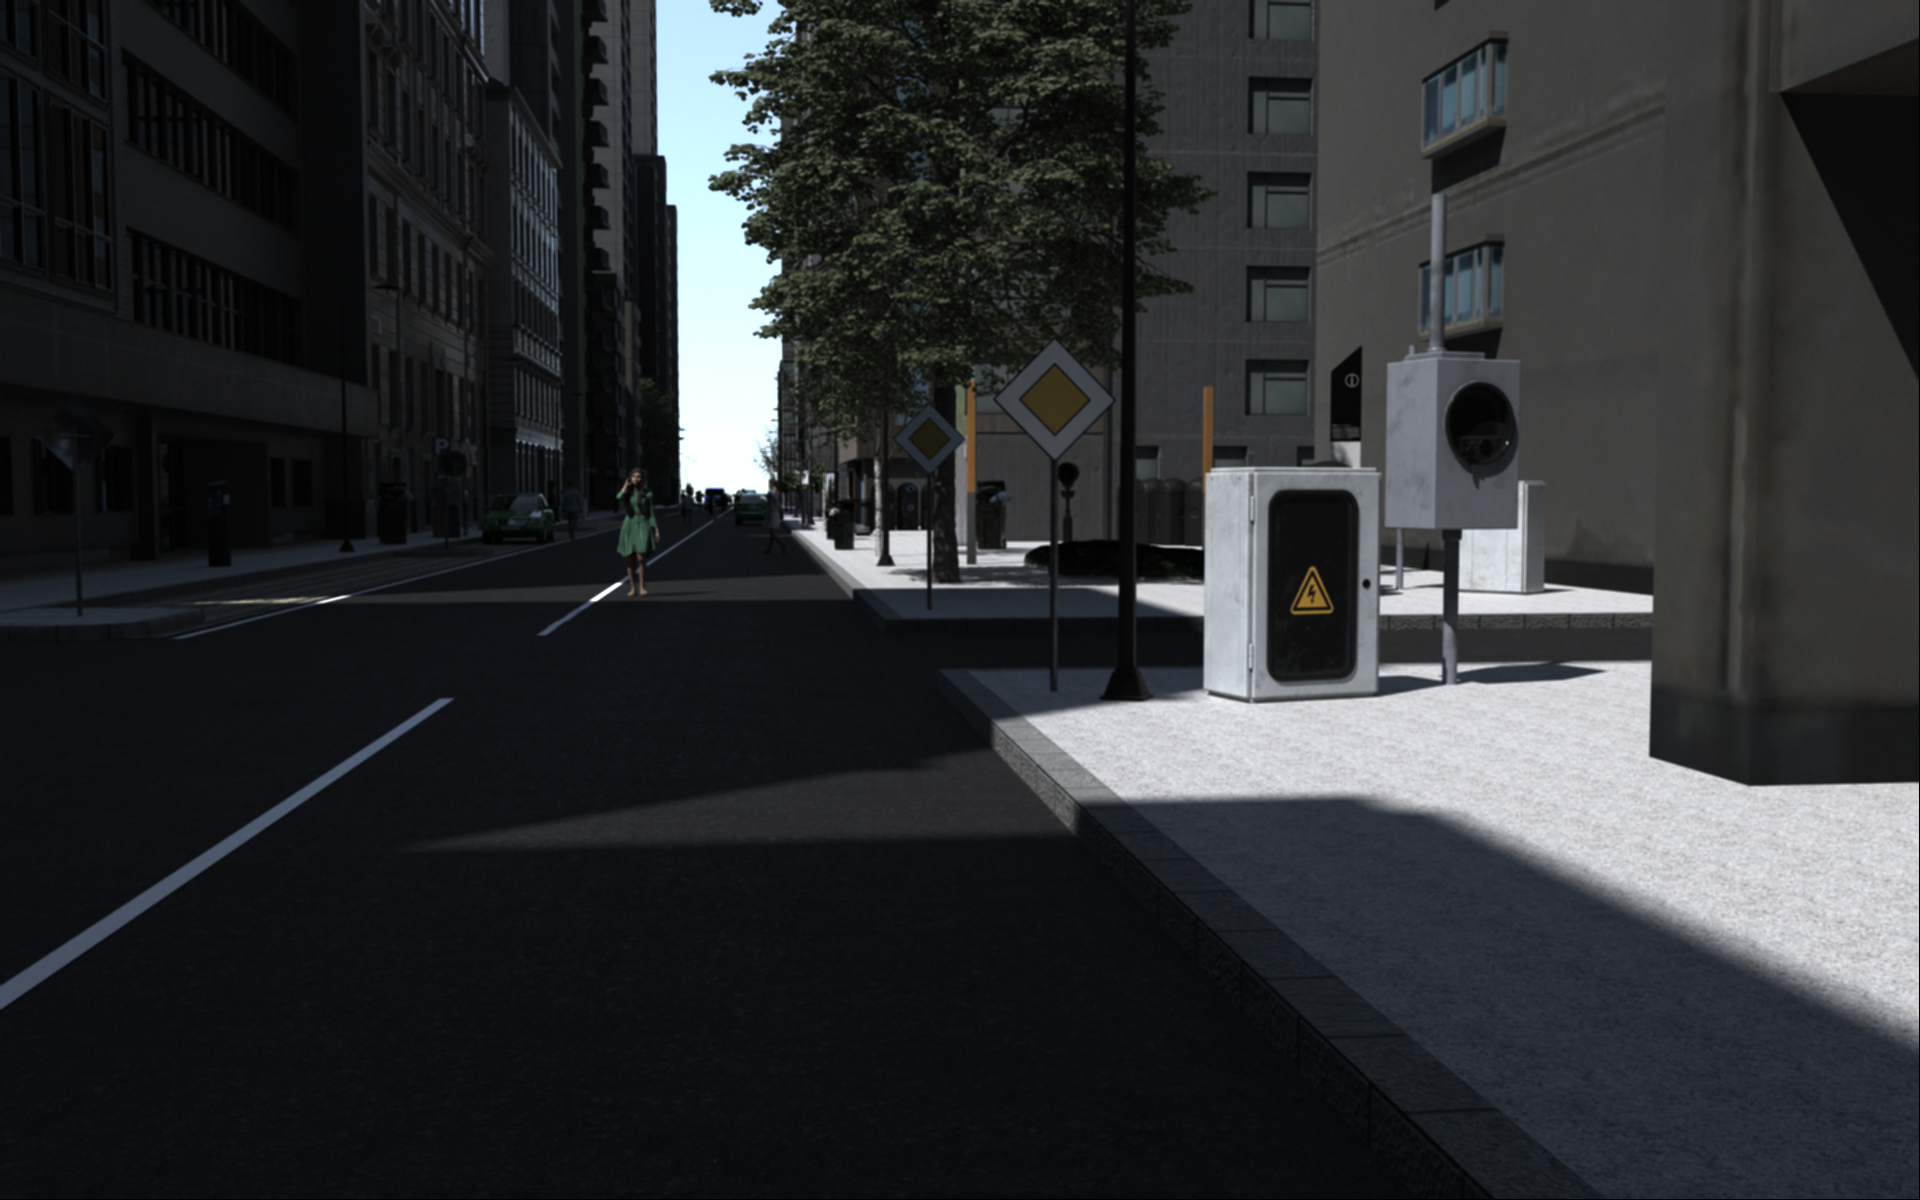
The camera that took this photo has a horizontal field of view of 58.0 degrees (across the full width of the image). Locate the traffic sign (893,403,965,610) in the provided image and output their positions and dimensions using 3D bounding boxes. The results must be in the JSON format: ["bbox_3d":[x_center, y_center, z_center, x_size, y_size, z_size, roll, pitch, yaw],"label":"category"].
[{"bbox_3d":[-0.341,-0.948,19.135,0.795,2.450,0.064,0,4,-7],"label":"traffic sign"}]

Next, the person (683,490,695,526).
[{"bbox_3d":[-12.000,-4.059,76.679,0.589,1.601,0.330,1,4,12],"label":"person"}]

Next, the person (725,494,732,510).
[{"bbox_3d":[-20.741,-8.685,153.763,1.065,1.426,0.557,0,4,1],"label":"person"}]

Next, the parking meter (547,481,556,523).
[{"bbox_3d":[-18.051,-4.332,76.547,0.255,1.863,0.399,1,4,10],"label":"parking meter"}]

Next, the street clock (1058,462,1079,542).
[{"bbox_3d":[2.469,-2.149,39.705,0.471,2.002,0.358,1,4,23],"label":"street clock"}]

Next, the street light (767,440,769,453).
[{"bbox_3d":[-11.084,-8.272,107.792,1.470,5.913,1.316,0,4,-7],"label":"street light"}]

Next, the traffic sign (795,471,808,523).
[{"bbox_3d":[-6.949,-4.530,76.187,0.606,2.300,0.079,0,4,2],"label":"traffic sign"}]

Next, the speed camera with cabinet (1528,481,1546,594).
[{"bbox_3d":[6.645,-1.741,22.800,2.038,3.252,0.660,3,5,45],"label":"speed camera with cabinet"}]

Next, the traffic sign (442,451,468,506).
[{"bbox_3d":[-14.859,-3.108,50.929,0.768,2.556,0.104,0,4,1],"label":"traffic sign"}]

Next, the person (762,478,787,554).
[{"bbox_3d":[-4.400,-2.001,41.316,0.778,1.811,0.616,2,4,35],"label":"person"}]

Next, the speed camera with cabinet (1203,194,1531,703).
[{"bbox_3d":[2.598,-1.026,11.114,2.038,3.252,0.660,-1,4,-22],"label":"speed camera with cabinet"}]

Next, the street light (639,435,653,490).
[{"bbox_3d":[-24.701,-9.962,135.412,1.470,5.913,1.316,0,4,-7],"label":"street light"}]

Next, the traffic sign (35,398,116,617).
[{"bbox_3d":[-9.225,-0.884,18.098,0.795,2.450,0.064,0,4,-7],"label":"traffic sign"}]

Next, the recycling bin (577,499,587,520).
[{"bbox_3d":[-19.140,-4.552,86.980,0.722,1.027,0.722,0,4,-6],"label":"recycling bin"}]

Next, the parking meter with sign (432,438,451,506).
[{"bbox_3d":[-15.788,-3.455,52.743,0.543,3.016,1.738,-1,4,-15],"label":"parking meter with sign"}]

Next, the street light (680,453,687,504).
[{"bbox_3d":[-32.118,-13.729,197.002,1.470,5.913,1.316,0,4,-7],"label":"street light"}]

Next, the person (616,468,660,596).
[{"bbox_3d":[-4.523,-0.952,24.309,0.600,1.795,0.529,-1,4,-15],"label":"person"}]

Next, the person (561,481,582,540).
[{"bbox_3d":[-12.326,-2.840,54.796,0.638,1.841,0.748,0,4,7],"label":"person"}]

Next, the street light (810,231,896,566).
[{"bbox_3d":[-1.862,-3.558,30.723,1.470,5.913,1.316,0,4,-7],"label":"street light"}]

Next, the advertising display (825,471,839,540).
[{"bbox_3d":[-3.591,-2.652,48.575,0.123,1.923,0.974,-1,4,-20],"label":"advertising display"}]

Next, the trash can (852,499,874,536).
[{"bbox_3d":[-2.993,-2.555,53.433,0.748,1.137,0.748,0,3,0],"label":"trash can"}]

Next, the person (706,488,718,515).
[{"bbox_3d":[-17.379,-6.879,120.975,1.348,1.823,0.705,3,5,44],"label":"person"}]

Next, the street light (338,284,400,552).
[{"bbox_3d":[-13.093,-4.028,38.393,1.470,5.913,1.316,0,4,-7],"label":"street light"}]

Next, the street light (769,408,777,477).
[{"bbox_3d":[-9.426,-7.410,93.696,1.470,5.913,1.316,0,4,-7],"label":"street light"}]

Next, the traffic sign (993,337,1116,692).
[{"bbox_3d":[0.606,-0.463,11.206,0.795,2.450,0.064,0,4,-7],"label":"traffic sign"}]

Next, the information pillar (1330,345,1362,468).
[{"bbox_3d":[6.099,-2.202,27.353,0.504,3.616,0.183,1,4,13],"label":"information pillar"}]

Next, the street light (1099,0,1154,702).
[{"bbox_3d":[0.510,-2.330,10.639,1.470,5.913,1.316,0,4,-7],"label":"street light"}]

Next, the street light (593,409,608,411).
[{"bbox_3d":[-19.858,-7.444,94.247,1.470,5.913,1.316,0,4,-7],"label":"street light"}]

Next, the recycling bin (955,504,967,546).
[{"bbox_3d":[-0.044,-1.855,42.887,0.722,1.027,0.722,-1,4,-13],"label":"recycling bin"}]

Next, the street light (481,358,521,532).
[{"bbox_3d":[-15.622,-5.289,59.017,1.470,5.913,1.316,0,4,-7],"label":"street light"}]

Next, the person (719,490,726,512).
[{"bbox_3d":[-18.690,-7.785,136.344,0.434,1.755,0.990,-2,4,-35],"label":"person"}]

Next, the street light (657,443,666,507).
[{"bbox_3d":[-27.223,-11.220,155.982,1.470,5.913,1.316,0,4,-7],"label":"street light"}]

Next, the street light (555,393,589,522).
[{"bbox_3d":[-18.010,-6.556,79.737,1.470,5.913,1.316,0,4,-7],"label":"street light"}]

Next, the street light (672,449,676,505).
[{"bbox_3d":[-29.575,-12.464,176.326,1.470,5.913,1.316,0,4,-7],"label":"street light"}]

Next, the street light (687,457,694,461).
[{"bbox_3d":[-34.540,-14.994,217.685,1.470,5.913,1.316,0,4,-7],"label":"street light"}]

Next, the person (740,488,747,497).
[{"bbox_3d":[-15.902,-7.236,126.680,0.599,1.838,0.709,1,4,15],"label":"person"}]

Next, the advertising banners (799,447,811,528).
[{"bbox_3d":[-5.844,-4.211,65.043,0.090,3.025,2.074,0,4,7],"label":"advertising banners"}]

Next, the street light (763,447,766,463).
[{"bbox_3d":[-15.986,-10.790,148.949,1.470,5.913,1.316,0,4,-7],"label":"street light"}]

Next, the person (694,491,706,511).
[{"bbox_3d":[-22.150,-8.465,147.610,1.217,1.736,0.721,-1,4,-13],"label":"person"}]

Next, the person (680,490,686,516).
[{"bbox_3d":[-17.711,-6.275,111.907,0.742,1.727,0.445,0,4,7],"label":"person"}]

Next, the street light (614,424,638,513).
[{"bbox_3d":[-22.290,-8.703,114.828,1.470,5.913,1.316,0,4,-7],"label":"street light"}]

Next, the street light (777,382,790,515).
[{"bbox_3d":[-6.723,-6.076,71.885,1.470,5.913,1.316,0,4,-7],"label":"street light"}]

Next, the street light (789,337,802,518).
[{"bbox_3d":[-4.223,-4.818,51.312,1.470,5.913,1.316,0,4,-7],"label":"street light"}]

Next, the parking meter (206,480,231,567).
[{"bbox_3d":[-13.164,-1.367,30.761,0.372,1.533,0.369,0,3,0],"label":"parking meter"}]

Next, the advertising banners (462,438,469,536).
[{"bbox_3d":[-15.269,-3.508,53.551,0.090,3.025,2.074,-1,4,-12],"label":"advertising banners"}]
